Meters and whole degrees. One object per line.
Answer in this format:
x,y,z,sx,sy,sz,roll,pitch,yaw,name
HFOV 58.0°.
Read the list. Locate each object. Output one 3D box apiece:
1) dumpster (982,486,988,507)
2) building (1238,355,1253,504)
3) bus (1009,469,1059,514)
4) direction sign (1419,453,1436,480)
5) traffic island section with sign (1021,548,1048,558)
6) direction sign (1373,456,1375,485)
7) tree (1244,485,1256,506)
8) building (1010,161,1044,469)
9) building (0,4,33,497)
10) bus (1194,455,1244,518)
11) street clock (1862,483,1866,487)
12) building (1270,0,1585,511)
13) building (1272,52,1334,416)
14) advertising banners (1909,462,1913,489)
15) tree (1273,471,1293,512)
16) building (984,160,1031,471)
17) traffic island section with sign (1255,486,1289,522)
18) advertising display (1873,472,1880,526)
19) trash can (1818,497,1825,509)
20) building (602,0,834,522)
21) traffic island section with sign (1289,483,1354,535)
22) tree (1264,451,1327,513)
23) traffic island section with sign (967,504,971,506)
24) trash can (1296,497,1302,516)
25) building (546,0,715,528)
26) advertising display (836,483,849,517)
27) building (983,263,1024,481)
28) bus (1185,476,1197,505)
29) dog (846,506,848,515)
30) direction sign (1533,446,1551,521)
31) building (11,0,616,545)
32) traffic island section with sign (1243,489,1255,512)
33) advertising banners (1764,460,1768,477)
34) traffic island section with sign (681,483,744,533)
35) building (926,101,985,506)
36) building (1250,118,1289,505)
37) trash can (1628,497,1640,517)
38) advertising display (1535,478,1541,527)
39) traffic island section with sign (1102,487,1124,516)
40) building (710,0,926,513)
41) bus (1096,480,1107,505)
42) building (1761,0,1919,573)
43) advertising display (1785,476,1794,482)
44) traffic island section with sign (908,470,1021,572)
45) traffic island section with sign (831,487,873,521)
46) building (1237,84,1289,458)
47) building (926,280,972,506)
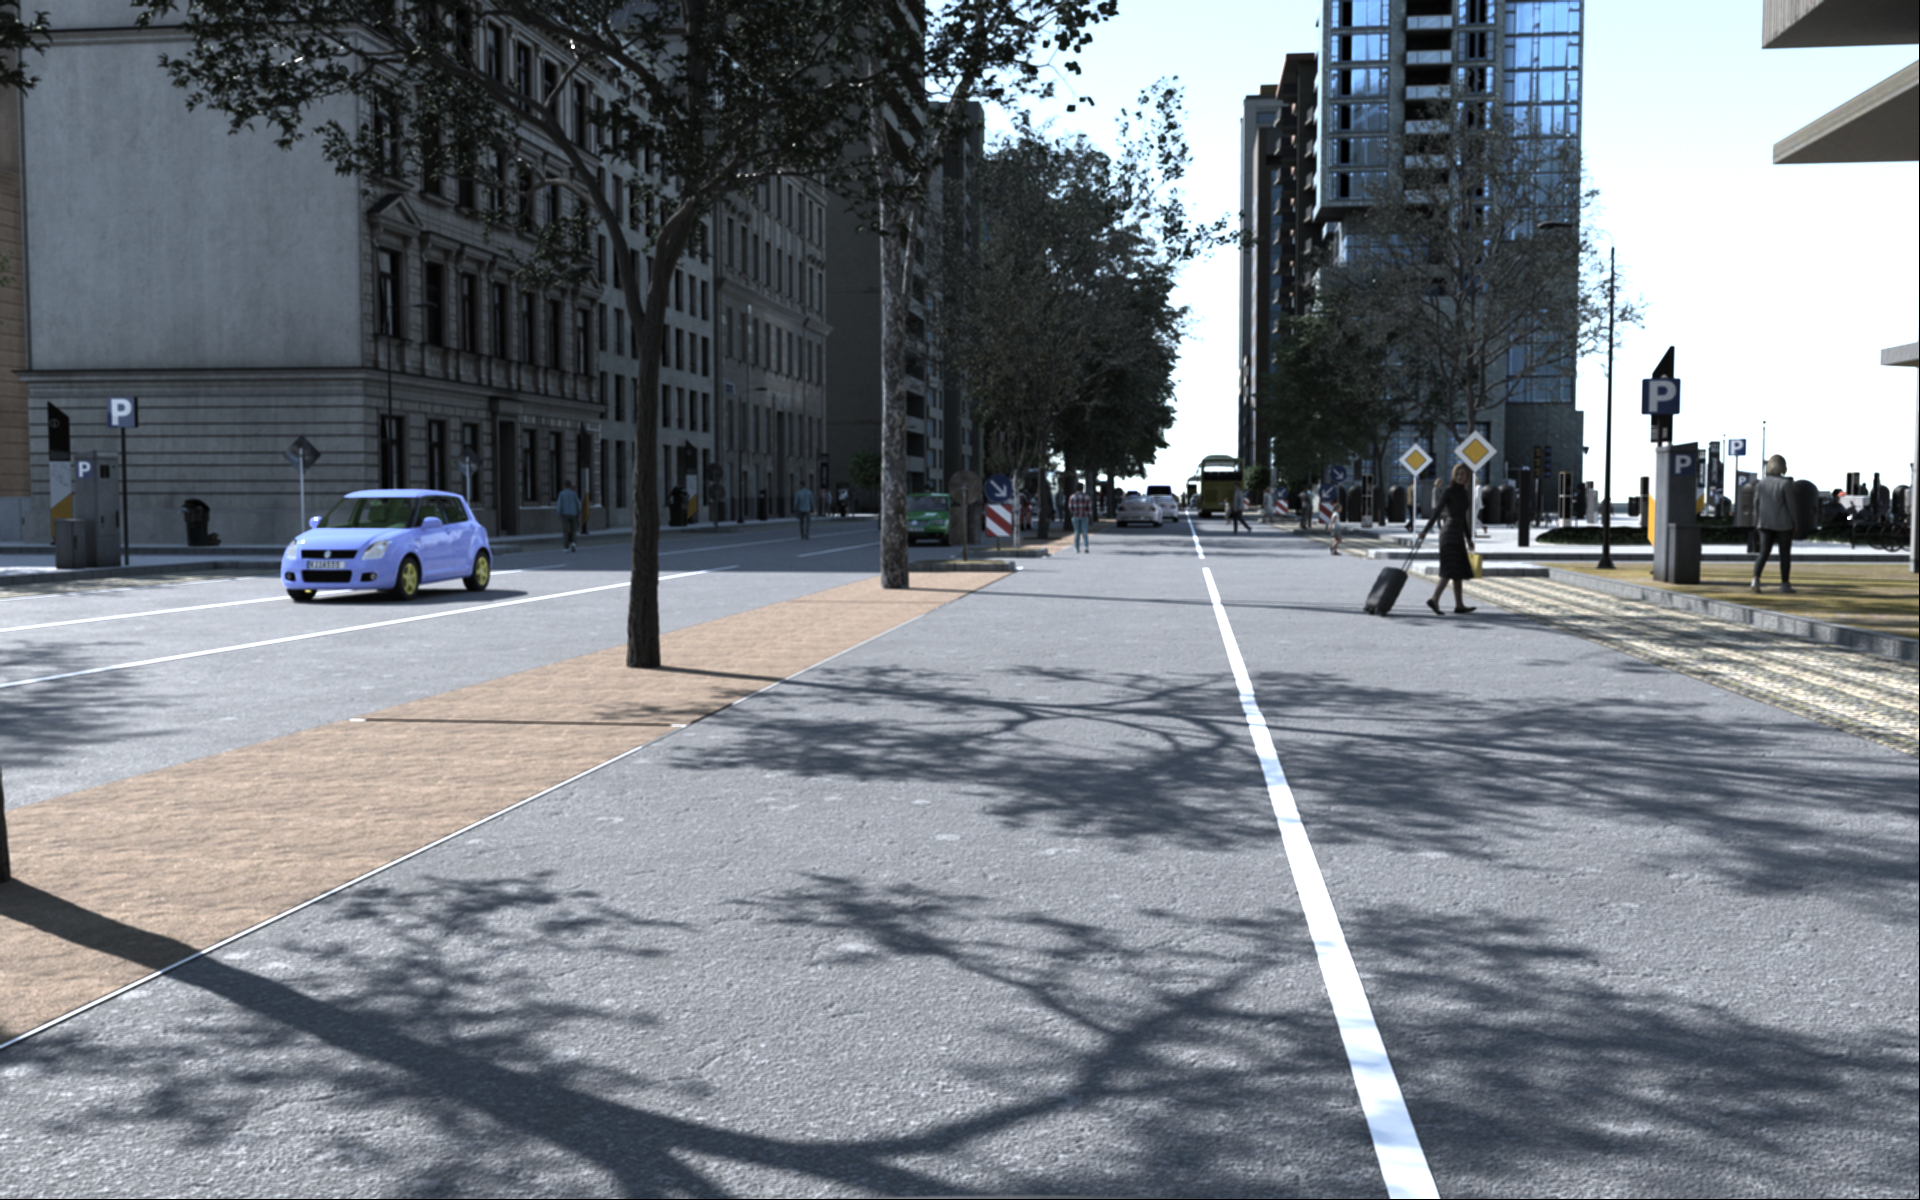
3.046,-9.371,158.173,1.985,2.255,1.502,0,4,6,dumpster
50.992,-23.391,227.488,27.650,21.520,28.899,0,4,7,building
5.317,-7.831,122.900,2.948,3.499,13.247,0,4,8,bus
25.812,-6.340,95.661,0.876,3.537,0.379,0,4,8,direction sign
0.964,-1.951,40.041,2.006,1.907,1.989,0,4,7,traffic island section with sign
24.998,-6.890,104.649,0.379,3.537,0.876,1,4,18,direction sign
33.405,-12.454,198.222,1.663,3.219,1.824,0,3,0,tree
1.222,-38.589,254.631,21.300,48.544,21.600,0,4,7,building
-41.688,-15.608,52.451,25.104,27.353,12.463,0,4,7,building
16.024,-7.069,107.120,2.896,3.916,12.252,0,4,7,bus
56.834,-6.381,108.903,0.358,2.002,0.471,2,4,28,street clock
37.339,-50.489,138.165,22.319,86.520,31.000,0,4,7,building
42.320,-31.542,170.332,22.147,44.769,28.867,0,4,7,building
53.358,-6.110,96.082,2.074,3.025,0.090,-1,4,-22,advertising banners
23.037,-7.873,123.319,1.663,3.219,1.824,0,3,0,tree
2.216,-35.871,236.593,14.600,45.320,14.200,0,4,7,building
16.264,-4.879,88.402,1.989,1.847,2.006,0,4,7,traffic island section with sign
27.063,-2.810,51.165,0.123,1.923,0.974,2,4,30,advertising display
41.222,-4.388,83.392,0.748,1.137,0.748,0,3,0,trash can
-15.064,-17.998,91.530,12.463,27.353,25.104,0,4,7,building
12.797,-3.210,61.114,1.989,1.847,2.006,0,4,7,traffic island section with sign
23.211,-8.197,117.742,4.285,4.588,4.351,0,3,0,tree
0.581,-8.053,140.290,1.989,1.847,2.006,0,4,7,traffic island section with sign
19.909,-5.470,101.084,0.748,1.137,0.748,0,3,0,trash can
-17.395,-13.222,70.929,10.420,20.320,16.860,0,4,7,building
-6.556,-5.616,97.029,0.123,1.923,0.974,3,4,37,advertising display
0.743,-27.570,222.465,14.160,30.474,14.107,0,4,7,building
32.365,-15.053,237.666,2.896,3.916,12.252,0,4,7,bus
-7.072,-5.628,106.400,0.513,0.831,0.800,0,4,-6,dog
27.431,-5.485,81.674,0.876,3.537,0.379,-1,4,-10,direction sign
-18.413,-11.501,52.664,10.561,19.102,19.286,0,4,7,building
22.518,-7.878,137.431,1.989,1.847,2.006,0,4,7,traffic island section with sign
41.946,-5.693,89.274,2.074,3.025,0.090,-2,4,-35,advertising banners
-9.113,-3.401,64.233,1.989,1.847,2.006,0,4,7,traffic island section with sign
-5.227,-30.103,175.781,14.154,41.232,14.086,0,4,7,building
42.002,-34.013,206.221,14.600,45.320,14.200,0,4,7,building
38.550,-5.347,99.069,0.748,1.137,0.748,0,3,0,trash can
22.798,-3.859,68.311,0.123,1.923,0.974,1,4,14,advertising display
10.454,-6.510,114.580,2.006,1.907,1.989,0,4,7,traffic island section with sign
-14.601,-30.857,128.212,21.300,48.544,21.600,0,4,7,building
18.303,-14.161,226.392,2.948,3.499,13.247,0,4,6,bus
24.936,-25.927,13.141,28.713,52.752,27.495,0,4,7,building
29.966,-3.548,63.222,0.123,1.923,0.974,-2,4,-25,advertising display
0.019,-1.502,32.694,2.006,1.907,1.989,0,4,7,traffic island section with sign
-5.661,-5.061,91.380,1.989,1.847,2.006,0,4,7,traffic island section with sign
51.670,-43.609,255.004,21.231,58.520,28.212,0,4,7,building
-14.380,-18.977,155.311,27.650,21.520,28.899,0,4,7,building
